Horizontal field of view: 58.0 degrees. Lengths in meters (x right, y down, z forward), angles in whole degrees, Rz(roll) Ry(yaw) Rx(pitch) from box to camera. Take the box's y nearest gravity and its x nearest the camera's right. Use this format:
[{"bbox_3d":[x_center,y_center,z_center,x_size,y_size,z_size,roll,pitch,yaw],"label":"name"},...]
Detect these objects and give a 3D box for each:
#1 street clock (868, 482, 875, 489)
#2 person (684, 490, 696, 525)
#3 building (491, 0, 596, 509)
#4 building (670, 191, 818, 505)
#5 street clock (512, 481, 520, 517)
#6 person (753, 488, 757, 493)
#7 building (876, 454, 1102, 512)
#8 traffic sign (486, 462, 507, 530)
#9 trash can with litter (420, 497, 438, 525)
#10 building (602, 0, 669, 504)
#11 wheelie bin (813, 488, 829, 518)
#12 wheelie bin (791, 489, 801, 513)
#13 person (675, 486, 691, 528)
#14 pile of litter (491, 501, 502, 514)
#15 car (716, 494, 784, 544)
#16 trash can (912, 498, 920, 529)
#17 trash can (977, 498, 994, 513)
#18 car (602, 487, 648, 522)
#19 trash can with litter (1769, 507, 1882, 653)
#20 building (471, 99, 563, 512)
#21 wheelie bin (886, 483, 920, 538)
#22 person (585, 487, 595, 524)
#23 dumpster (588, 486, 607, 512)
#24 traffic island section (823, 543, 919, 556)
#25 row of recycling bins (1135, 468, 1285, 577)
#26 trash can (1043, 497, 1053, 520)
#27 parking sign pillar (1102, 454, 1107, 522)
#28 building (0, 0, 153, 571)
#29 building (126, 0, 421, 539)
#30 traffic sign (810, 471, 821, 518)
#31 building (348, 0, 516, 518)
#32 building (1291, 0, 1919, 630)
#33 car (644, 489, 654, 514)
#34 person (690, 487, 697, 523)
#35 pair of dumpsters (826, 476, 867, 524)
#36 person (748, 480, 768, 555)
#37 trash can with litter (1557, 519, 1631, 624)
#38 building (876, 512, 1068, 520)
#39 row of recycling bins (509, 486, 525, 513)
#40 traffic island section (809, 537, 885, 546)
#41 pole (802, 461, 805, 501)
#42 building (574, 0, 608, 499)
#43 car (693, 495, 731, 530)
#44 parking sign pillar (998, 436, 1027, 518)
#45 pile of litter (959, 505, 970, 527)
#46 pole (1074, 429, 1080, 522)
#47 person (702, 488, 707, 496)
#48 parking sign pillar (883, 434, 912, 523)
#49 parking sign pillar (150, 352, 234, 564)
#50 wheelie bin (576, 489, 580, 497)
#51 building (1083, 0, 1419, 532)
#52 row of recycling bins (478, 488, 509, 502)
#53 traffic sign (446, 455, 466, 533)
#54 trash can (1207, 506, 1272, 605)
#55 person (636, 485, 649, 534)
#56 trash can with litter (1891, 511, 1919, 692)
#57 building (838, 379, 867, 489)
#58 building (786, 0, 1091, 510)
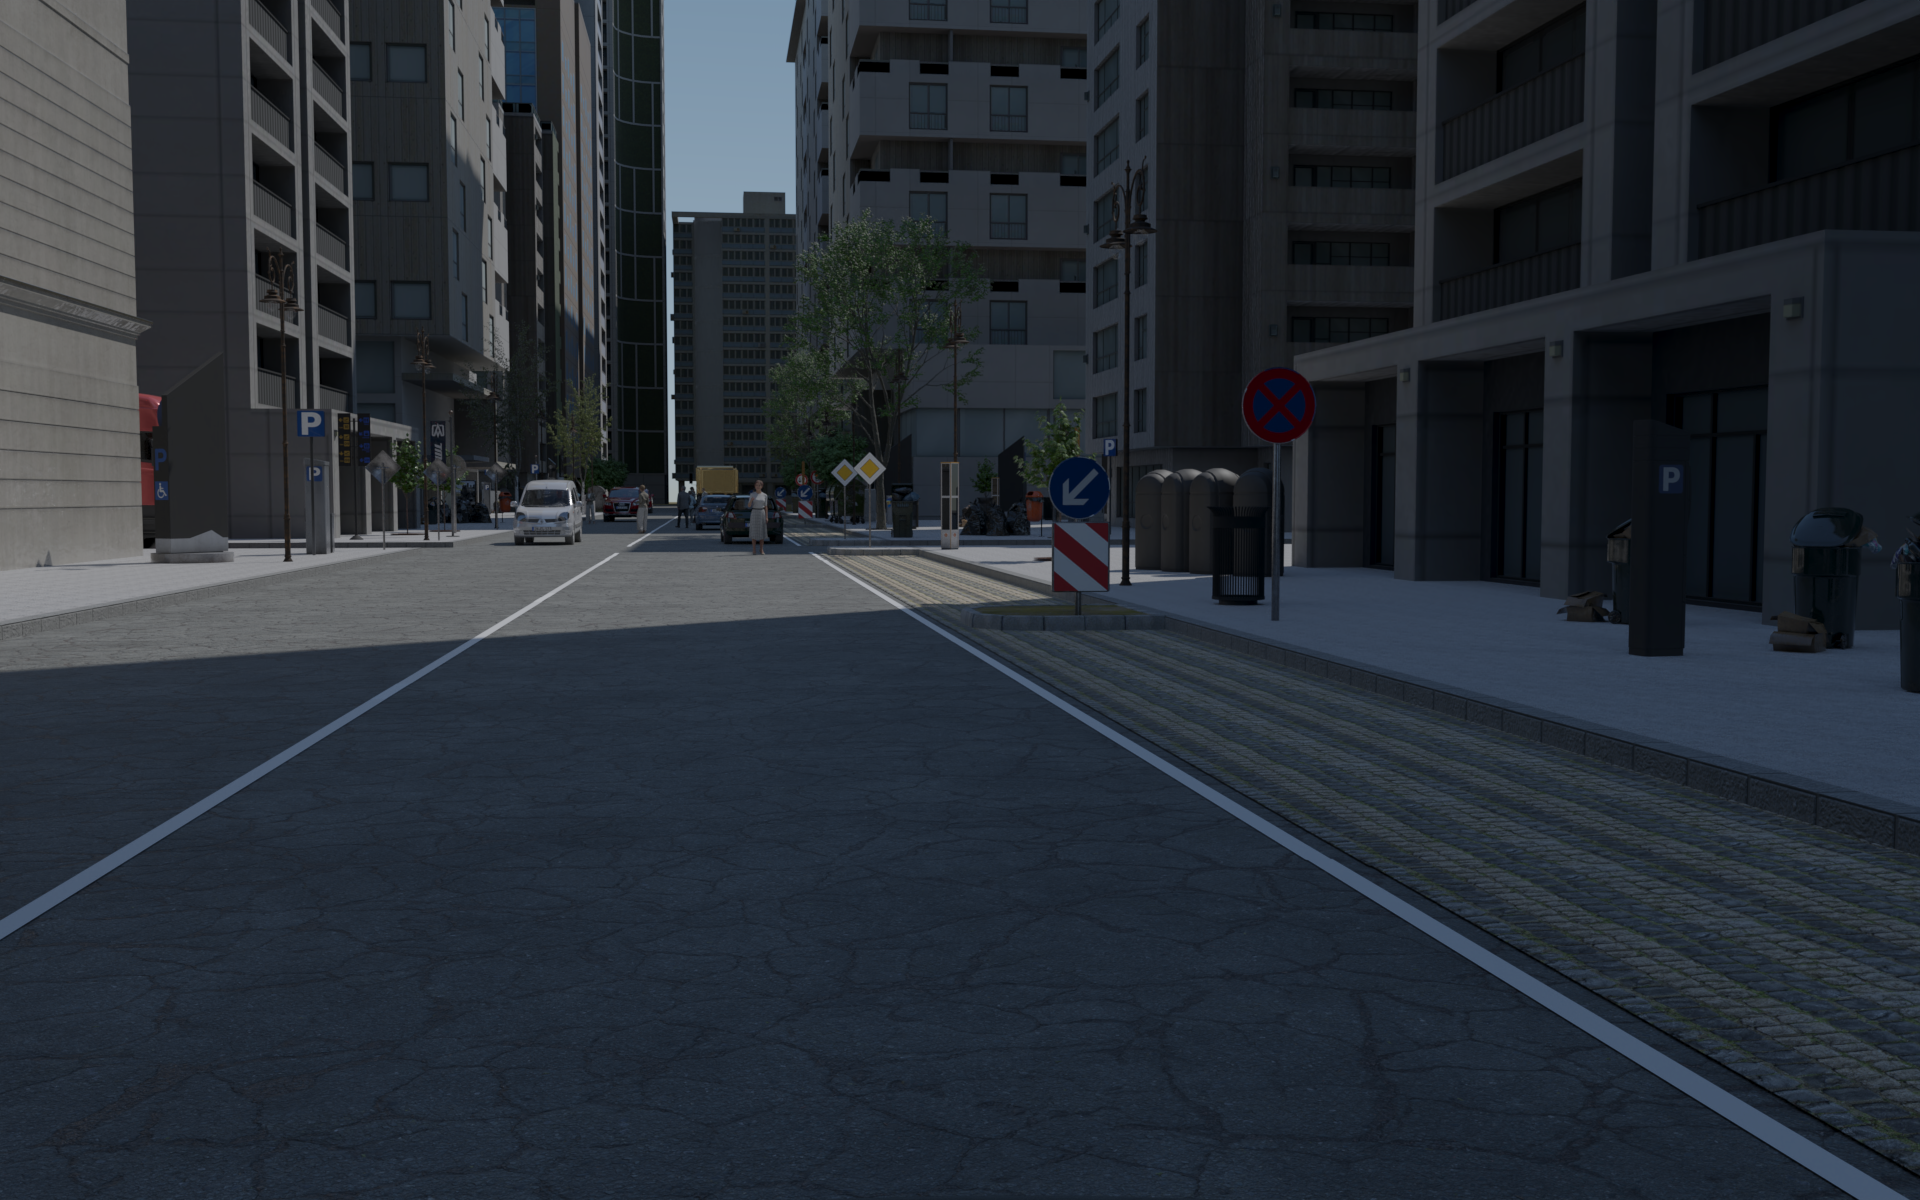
[{"bbox_3d":[-4.329,-4.895,84.608,0.358,2.002,0.471,1,4,11],"label":"street clock"},{"bbox_3d":[-12.562,-4.298,80.584,0.589,1.601,0.330,-3,4,-36],"label":"person"},{"bbox_3d":[-40.469,-30.916,155.583,14.600,45.320,14.200,0,4,-8],"label":"building"},{"bbox_3d":[-25.381,-32.628,225.353,23.993,40.220,32.217,0,4,-8],"label":"building"},{"bbox_3d":[-24.049,-5.465,93.917,0.358,2.002,0.471,-3,5,-42],"label":"street clock"},{"bbox_3d":[-9.641,-4.452,82.122,0.563,1.720,0.643,2,4,32],"label":"person"},{"bbox_3d":[0.251,-34.721,156.929,28.713,52.752,27.495,0,4,-8],"label":"building"},{"bbox_3d":[-16.683,-3.742,62.370,0.795,2.450,0.064,0,4,-3],"label":"traffic sign"},{"bbox_3d":[-22.422,-3.748,72.674,1.055,1.170,0.624,1,4,11],"label":"trash can with litter"},{"bbox_3d":[-47.317,-47.580,216.188,20.611,71.187,20.563,0,4,-8],"label":"building"},{"bbox_3d":[-7.390,-5.167,92.388,0.693,1.594,0.980,-3,5,-42],"label":"wheelie bin"},{"bbox_3d":[-10.920,-6.618,116.108,0.693,1.594,0.980,1,4,17],"label":"wheelie bin"},{"bbox_3d":[-11.725,-3.934,73.218,0.661,1.777,0.834,-3,4,-38],"label":"person"},{"bbox_3d":[-30.939,-6.166,114.775,1.176,0.858,1.719,3,5,43],"label":"pile of litter"},{"bbox_3d":[-6.156,-2.520,50.989,2.009,1.686,4.222,-1,4,-10],"label":"car"},{"bbox_3d":[-1.816,-3.161,63.338,0.748,1.137,0.748,0,3,0],"label":"trash can"},{"bbox_3d":[1.056,-3.669,71.646,0.748,1.137,0.748,0,3,0],"label":"trash can"},{"bbox_3d":[-17.518,-5.022,90.782,2.281,1.827,5.304,0,4,-6],"label":"car"},{"bbox_3d":[7.116,-0.177,14.282,0.624,1.170,1.055,3,5,43],"label":"trash can with litter"},{"bbox_3d":[-37.153,-21.757,127.430,14.160,30.474,14.107,0,4,-8],"label":"building"},{"bbox_3d":[-1.671,-2.636,51.013,0.980,1.594,0.693,0,4,-5],"label":"wheelie bin"},{"bbox_3d":[-17.805,-4.541,83.287,0.519,1.759,0.362,1,4,8],"label":"person"},{"bbox_3d":[-25.234,-7.006,120.300,1.264,1.857,1.865,0,4,-8],"label":"dumpster"},{"bbox_3d":[-2.130,-1.169,41.399,2.009,0.180,2.903,0,4,-8],"label":"traffic island section"},{"bbox_3d":[4.012,-1.293,28.257,1.069,1.692,3.534,-2,4,-28],"label":"row of recycling bins"},{"bbox_3d":[4.362,-4.459,84.565,0.748,1.137,0.748,0,3,0],"label":"trash can"},{"bbox_3d":[6.575,-5.129,72.334,1.447,3.967,1.447,2,4,35],"label":"parking sign pillar"},{"bbox_3d":[-37.086,-15.160,24.284,44.131,29.872,17.030,0,4,-8],"label":"building"},{"bbox_3d":[-29.581,-37.815,56.520,20.563,71.187,20.611,0,4,-8],"label":"building"},{"bbox_3d":[-7.515,-5.593,91.559,0.768,2.556,0.104,0,4,-3],"label":"traffic sign"},{"bbox_3d":[-38.784,-30.647,90.318,28.713,52.752,27.495,0,4,-8],"label":"building"},{"bbox_3d":[17.456,-35.578,19.959,20.563,71.187,20.611,0,4,-8],"label":"building"},{"bbox_3d":[-23.940,-7.361,129.020,2.281,1.827,5.304,-1,4,-9],"label":"car"},{"bbox_3d":[-13.162,-4.705,85.613,0.473,1.802,0.592,2,4,24],"label":"person"},{"bbox_3d":[-4.982,-4.515,76.318,1.574,2.255,4.437,-1,4,-8],"label":"pair of dumpsters"},{"bbox_3d":[-4.733,-1.933,40.680,0.480,1.755,0.524,-1,4,-22],"label":"person"},{"bbox_3d":[6.485,-0.357,17.217,1.055,1.170,0.624,3,5,41],"label":"trash can with litter"},{"bbox_3d":[6.732,-31.171,98.886,28.713,52.752,27.495,0,4,-8],"label":"building"},{"bbox_3d":[-21.770,-5.061,89.860,3.534,1.692,1.069,3,5,40],"label":"row of recycling bins"},{"bbox_3d":[-3.252,-1.653,49.305,2.009,0.180,2.903,0,4,-8],"label":"traffic island section"},{"bbox_3d":[-9.779,-6.992,108.161,0.158,3.312,0.155,0,3,0],"label":"pole"},{"bbox_3d":[-51.648,-39.078,180.925,28.212,58.520,21.231,0,4,-8],"label":"building"},{"bbox_3d":[-9.807,-3.552,70.083,2.014,1.417,4.499,0,4,-8],"label":"car"},{"bbox_3d":[2.437,-5.631,80.531,1.447,3.967,1.447,2,4,26],"label":"parking sign pillar"},{"bbox_3d":[0.102,-3.257,67.222,1.176,0.858,1.719,-1,4,-16],"label":"pile of litter"},{"bbox_3d":[3.543,-3.588,52.500,0.158,3.312,0.155,0,3,0],"label":"pole"},{"bbox_3d":[-15.680,-5.968,106.192,0.853,1.813,0.709,-3,4,-39],"label":"person"},{"bbox_3d":[-2.827,-5.434,77.316,1.447,3.967,1.447,-1,4,-18],"label":"parking sign pillar"},{"bbox_3d":[-14.454,-2.693,32.511,1.447,3.967,1.447,2,4,26],"label":"parking sign pillar"},{"bbox_3d":[-25.350,-6.454,113.426,0.980,1.594,0.693,0,4,-5],"label":"wheelie bin"},{"bbox_3d":[12.758,-17.795,62.655,14.107,30.474,14.160,0,4,-8],"label":"building"},{"bbox_3d":[-32.958,-6.906,120.022,3.534,1.692,1.069,0,4,-2],"label":"row of recycling bins"},{"bbox_3d":[-16.505,-3.453,56.560,0.768,2.556,0.104,0,4,-4],"label":"traffic sign"},{"bbox_3d":[3.239,-0.519,20.132,0.748,1.137,0.748,0,3,0],"label":"trash can"},{"bbox_3d":[-11.487,-3.272,62.549,0.362,1.759,0.519,2,4,31],"label":"person"},{"bbox_3d":[6.586,0.016,11.132,1.055,1.170,0.624,2,4,25],"label":"trash can with litter"},{"bbox_3d":[-2.762,-22.282,136.012,14.160,30.474,14.107,0,4,-8],"label":"building"},{"bbox_3d":[-3.399,-36.396,184.306,28.713,52.752,27.495,0,4,-8],"label":"building"}]
